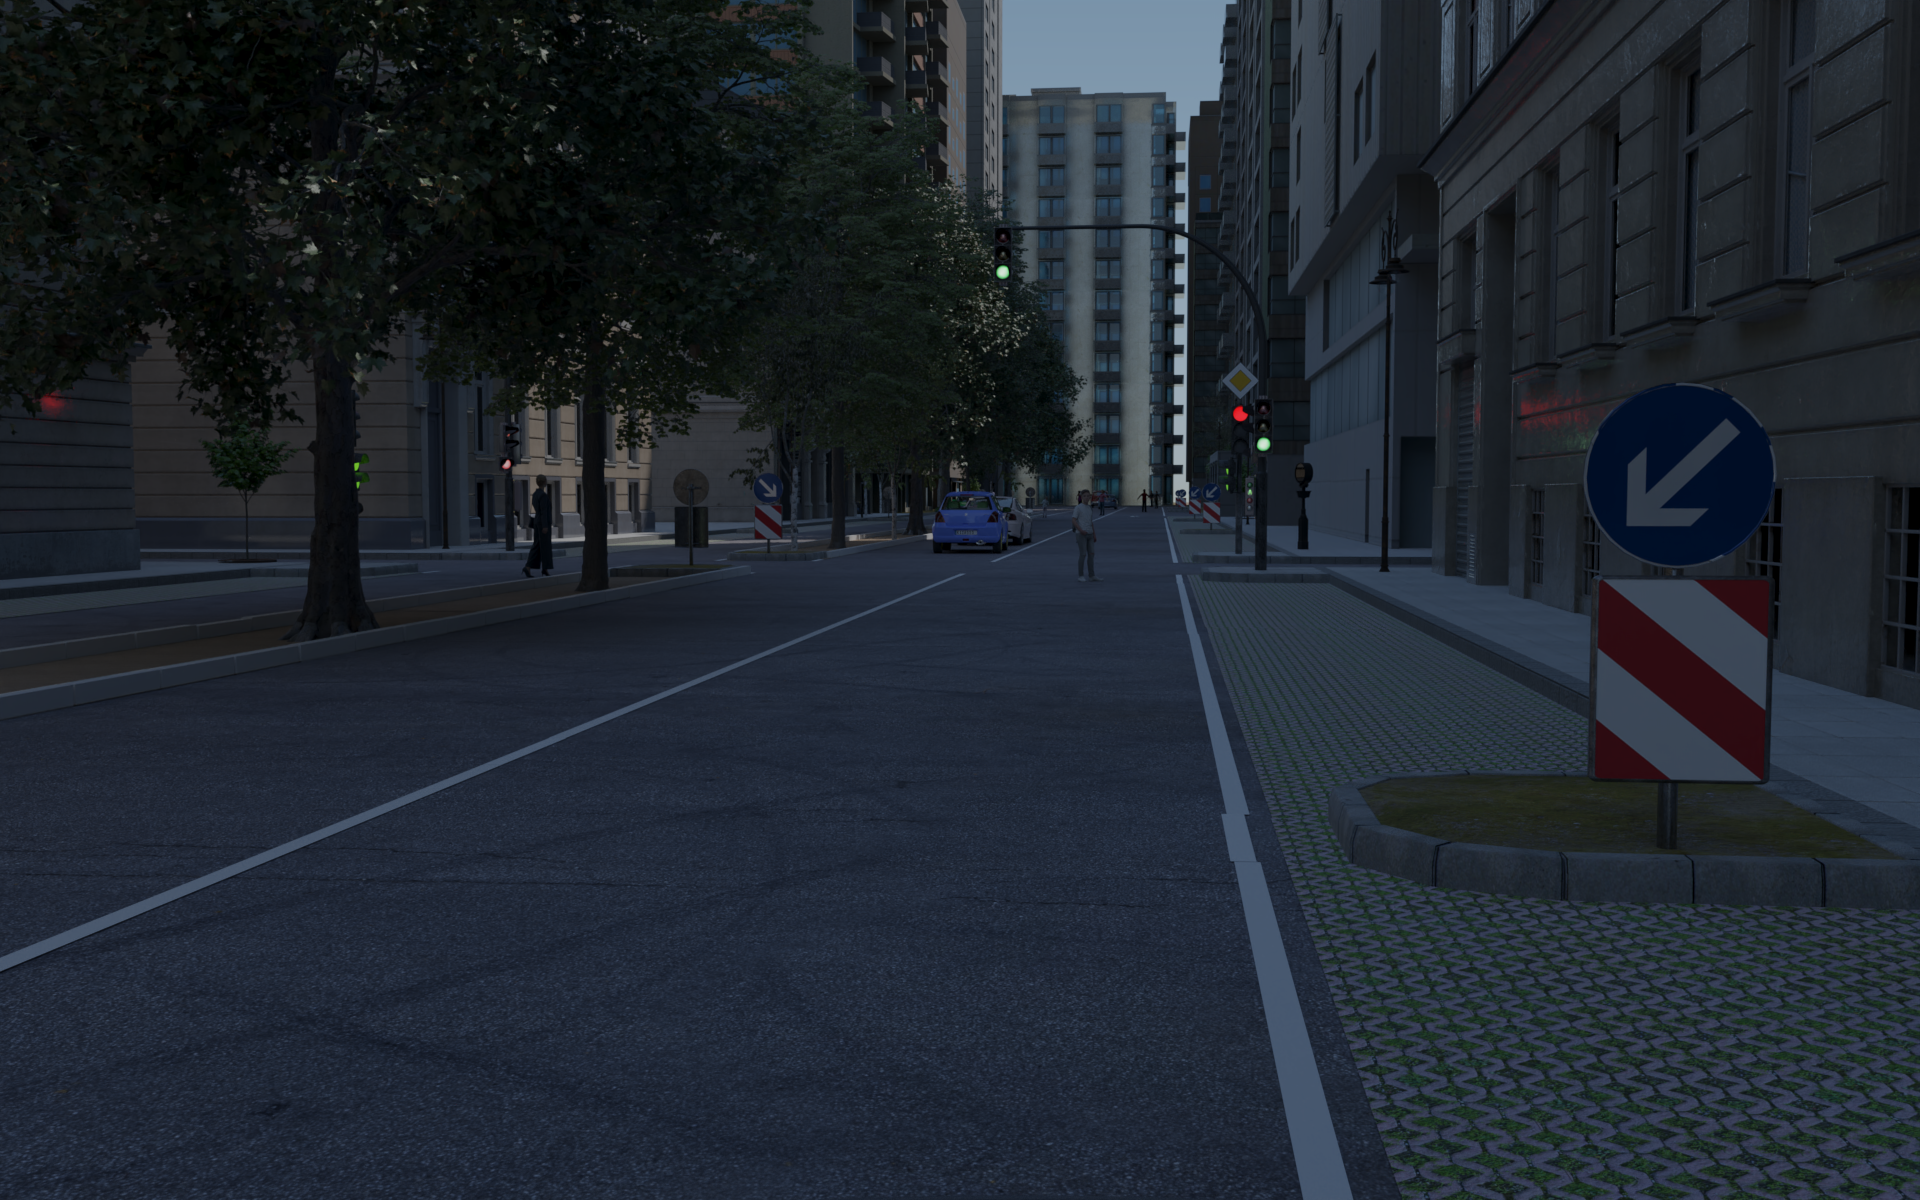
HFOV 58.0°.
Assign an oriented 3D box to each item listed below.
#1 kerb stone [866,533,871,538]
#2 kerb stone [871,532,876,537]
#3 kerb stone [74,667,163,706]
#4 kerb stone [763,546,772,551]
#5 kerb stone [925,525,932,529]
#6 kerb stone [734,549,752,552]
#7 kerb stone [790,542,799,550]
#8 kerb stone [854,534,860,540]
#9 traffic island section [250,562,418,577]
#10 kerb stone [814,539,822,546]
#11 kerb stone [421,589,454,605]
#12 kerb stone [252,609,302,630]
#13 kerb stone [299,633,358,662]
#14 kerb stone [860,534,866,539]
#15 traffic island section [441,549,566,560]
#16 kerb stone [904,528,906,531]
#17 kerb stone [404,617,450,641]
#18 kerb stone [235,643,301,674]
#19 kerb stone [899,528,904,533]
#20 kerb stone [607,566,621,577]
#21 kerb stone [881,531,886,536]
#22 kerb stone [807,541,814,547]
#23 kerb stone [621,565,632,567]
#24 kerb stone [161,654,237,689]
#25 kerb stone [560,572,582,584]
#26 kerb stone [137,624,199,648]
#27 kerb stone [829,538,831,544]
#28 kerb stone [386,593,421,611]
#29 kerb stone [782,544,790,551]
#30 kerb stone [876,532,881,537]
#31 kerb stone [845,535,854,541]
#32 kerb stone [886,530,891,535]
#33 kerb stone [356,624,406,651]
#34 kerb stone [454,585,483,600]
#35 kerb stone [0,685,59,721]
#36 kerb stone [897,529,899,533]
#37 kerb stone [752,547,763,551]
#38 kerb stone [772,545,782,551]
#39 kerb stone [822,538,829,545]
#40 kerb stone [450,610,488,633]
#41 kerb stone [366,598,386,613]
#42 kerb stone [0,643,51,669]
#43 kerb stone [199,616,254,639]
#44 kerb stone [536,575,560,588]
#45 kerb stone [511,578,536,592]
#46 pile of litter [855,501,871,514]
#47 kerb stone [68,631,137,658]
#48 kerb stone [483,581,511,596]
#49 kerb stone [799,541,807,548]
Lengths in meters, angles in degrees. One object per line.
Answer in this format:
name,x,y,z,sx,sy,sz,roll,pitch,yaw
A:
kerb stone,-3.086,-2.051,55.733,0.120,0.150,1.000,0,4,7
kerb stone,-2.965,-2.113,56.748,0.120,0.150,1.000,0,4,7
kerb stone,-5.980,0.614,12.207,0.120,0.150,1.000,0,4,7
kerb stone,-4.726,-1.179,41.474,0.120,0.150,1.000,0,4,7
kerb stone,-1.216,-3.047,72.027,0.120,0.150,1.000,0,4,7
kerb stone,-4.961,-1.054,39.434,0.120,0.150,1.000,0,4,7
kerb stone,-4.372,-1.363,44.538,0.120,0.150,1.000,0,4,7
kerb stone,-3.322,-1.926,53.697,0.120,0.150,1.000,0,4,7
traffic island section,-11.054,-0.536,31.045,2.009,0.180,2.903,0,4,7
kerb stone,-4.027,-1.551,47.588,0.120,0.150,1.000,0,4,7
kerb stone,-6.896,-0.024,22.594,0.120,0.150,1.000,0,4,7
kerb stone,-7.365,0.225,18.524,0.120,0.150,1.000,0,4,7
kerb stone,-5.619,0.427,15.263,0.120,0.150,1.000,0,4,7
kerb stone,-3.201,-1.987,54.717,0.120,0.150,1.000,0,4,7
traffic island section,-10.141,-1.021,38.978,2.009,0.180,2.903,0,4,7
kerb stone,-2.148,-2.549,63.874,0.120,0.150,1.000,0,4,7
kerb stone,-5.386,0.299,17.306,0.120,0.150,1.000,0,4,7
kerb stone,-5.744,0.492,14.242,0.120,0.150,1.000,0,4,7
kerb stone,-2.274,-2.481,62.856,0.120,0.150,1.000,0,4,7
kerb stone,-6.078,-0.460,29.711,0.120,0.150,1.000,0,4,7
kerb stone,-2.732,-2.238,58.786,0.120,0.150,1.000,0,4,7
kerb stone,-4.146,-1.489,46.573,0.120,0.150,1.000,0,4,7
kerb stone,-5.965,-0.520,30.727,0.120,0.150,1.000,0,4,7
kerb stone,-5.863,0.554,13.222,0.120,0.150,1.000,0,4,7
kerb stone,-6.311,-0.335,27.675,0.120,0.150,1.000,0,4,7
kerb stone,-7.602,0.349,16.489,0.120,0.150,1.000,0,4,7
kerb stone,-3.792,-1.677,49.620,0.120,0.150,1.000,0,4,7
kerb stone,-7.014,0.038,21.579,0.120,0.150,1.000,0,4,7
kerb stone,-4.493,-1.304,43.513,0.120,0.150,1.000,0,4,7
kerb stone,-2.859,-2.175,57.765,0.120,0.150,1.000,0,4,7
kerb stone,-3.443,-1.864,52.677,0.120,0.150,1.000,0,4,7
kerb stone,-2.616,-2.297,59.802,0.120,0.150,1.000,0,4,7
kerb stone,-5.507,0.362,16.285,0.120,0.150,1.000,0,4,7
kerb stone,-6.788,-0.087,23.611,0.120,0.150,1.000,0,4,7
kerb stone,-6.092,0.675,11.181,0.120,0.150,1.000,0,4,7
kerb stone,-2.390,-2.425,61.838,0.120,0.150,1.000,0,4,7
kerb stone,-4.843,-1.114,40.453,0.120,0.150,1.000,0,4,7
kerb stone,-4.609,-1.239,42.493,0.120,0.150,1.000,0,4,7
kerb stone,-3.910,-1.614,48.604,0.120,0.150,1.000,0,4,7
kerb stone,-5.275,0.241,18.327,0.120,0.150,1.000,0,4,7
kerb stone,-7.131,0.100,20.564,0.120,0.150,1.000,0,4,7
kerb stone,-7.832,0.476,14.451,0.120,0.150,1.000,0,4,7
kerb stone,-7.479,0.299,17.510,0.120,0.150,1.000,0,4,7
kerb stone,-6.429,-0.272,26.659,0.120,0.150,1.000,0,4,7
kerb stone,-6.547,-0.211,25.644,0.120,0.150,1.000,0,4,7
pile of litter,-6.405,-5.841,109.472,1.719,0.858,1.176,1,4,17
kerb stone,-7.721,0.412,15.467,0.120,0.150,1.000,0,4,7
kerb stone,-6.661,-0.149,24.625,0.120,0.150,1.000,0,4,7
kerb stone,-4.259,-1.429,45.557,0.120,0.150,1.000,0,4,7
